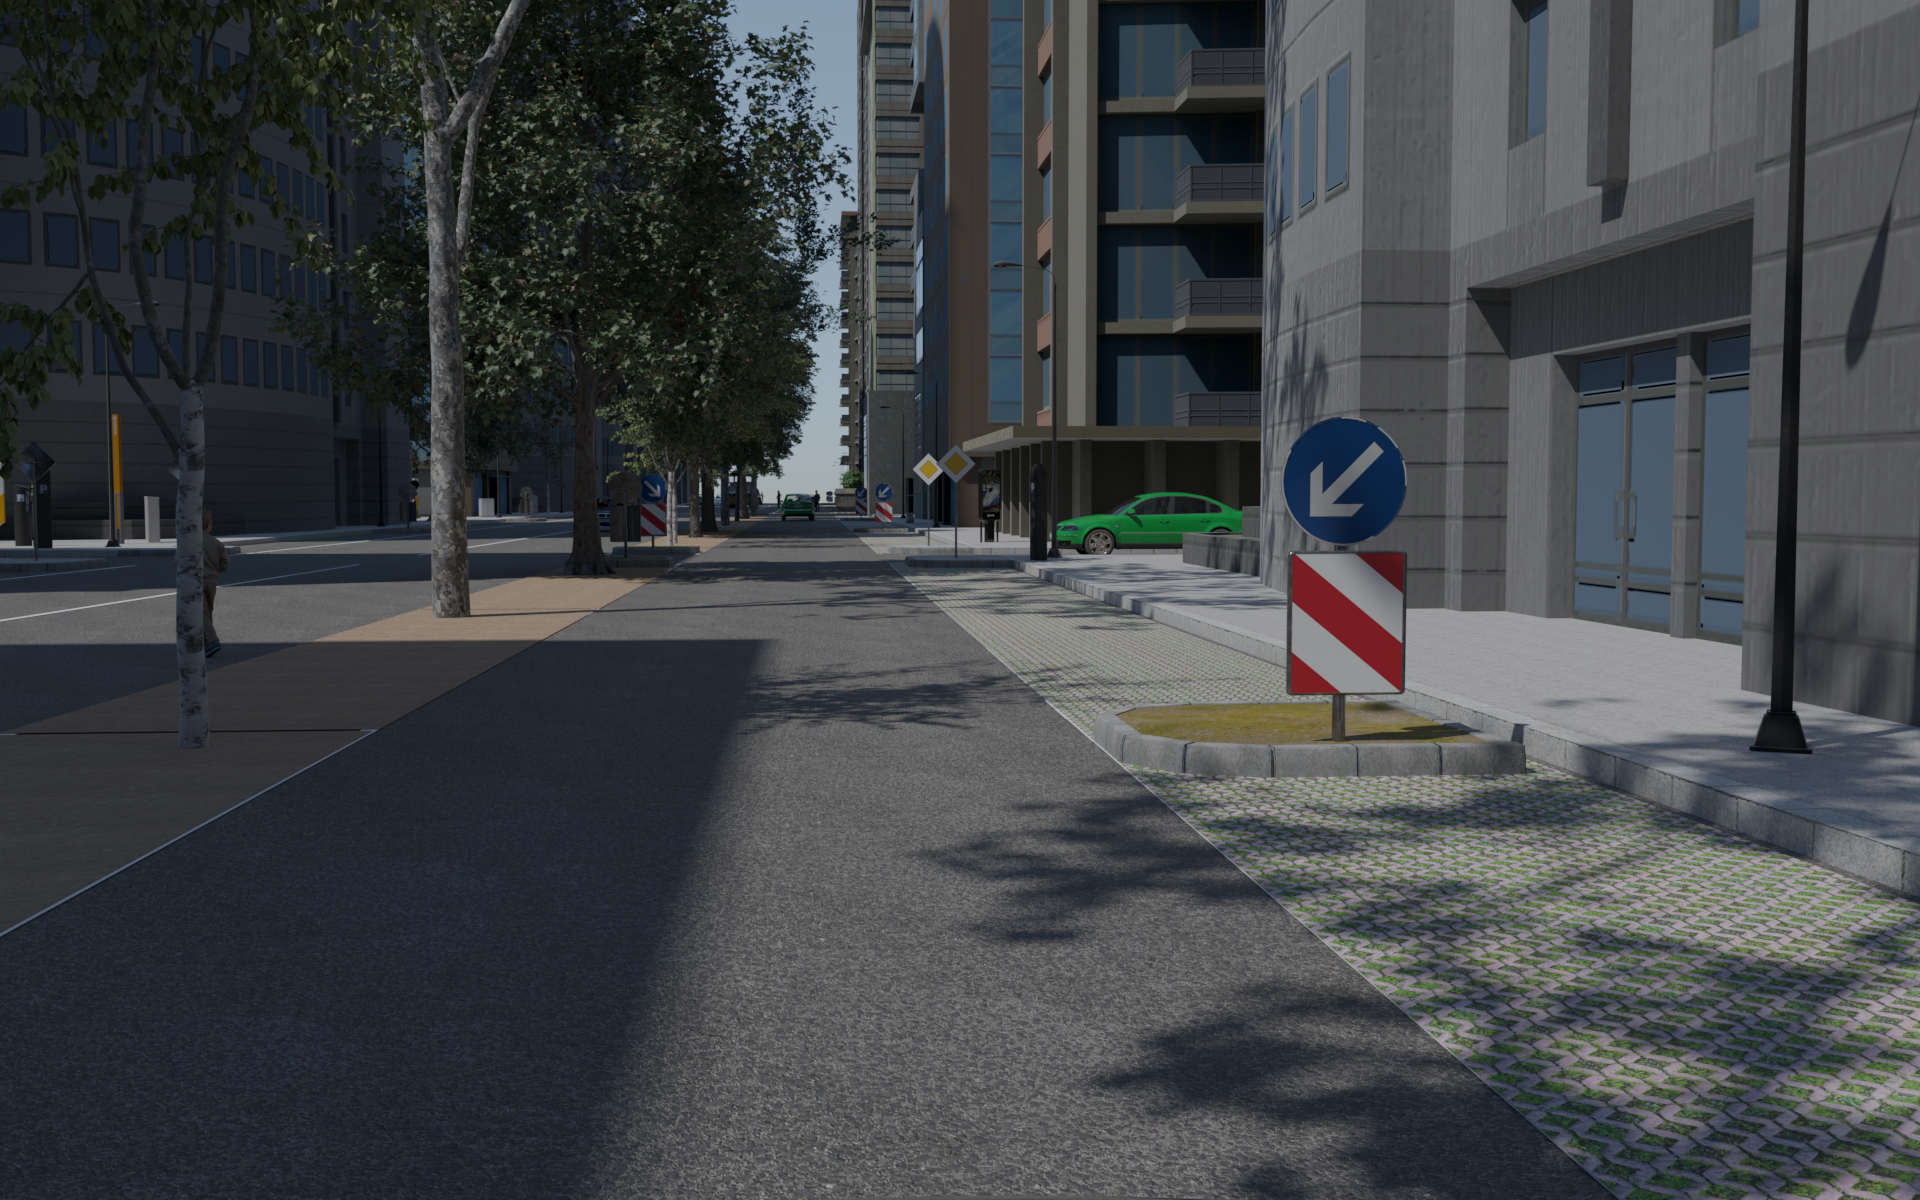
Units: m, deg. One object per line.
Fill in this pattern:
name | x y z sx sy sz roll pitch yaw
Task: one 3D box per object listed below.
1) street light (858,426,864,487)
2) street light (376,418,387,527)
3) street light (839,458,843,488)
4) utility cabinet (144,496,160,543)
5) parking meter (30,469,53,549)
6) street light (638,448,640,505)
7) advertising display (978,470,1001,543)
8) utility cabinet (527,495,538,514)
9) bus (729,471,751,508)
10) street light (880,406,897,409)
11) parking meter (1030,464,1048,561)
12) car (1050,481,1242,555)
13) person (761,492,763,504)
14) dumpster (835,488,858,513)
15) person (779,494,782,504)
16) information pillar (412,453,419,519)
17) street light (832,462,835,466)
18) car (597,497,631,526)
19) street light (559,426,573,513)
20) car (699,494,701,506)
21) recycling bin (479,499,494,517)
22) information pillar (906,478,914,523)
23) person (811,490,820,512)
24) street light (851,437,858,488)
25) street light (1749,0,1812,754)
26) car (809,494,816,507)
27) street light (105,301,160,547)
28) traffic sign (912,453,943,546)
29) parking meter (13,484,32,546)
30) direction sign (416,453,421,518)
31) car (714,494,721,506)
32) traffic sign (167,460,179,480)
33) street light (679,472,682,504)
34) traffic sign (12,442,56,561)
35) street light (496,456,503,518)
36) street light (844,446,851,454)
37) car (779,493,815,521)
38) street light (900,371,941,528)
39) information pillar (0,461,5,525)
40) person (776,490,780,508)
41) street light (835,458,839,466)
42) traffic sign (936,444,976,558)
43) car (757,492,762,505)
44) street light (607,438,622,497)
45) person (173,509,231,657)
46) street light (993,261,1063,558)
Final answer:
street light | -5.974 -8.870 117.567 1.470 5.913 1.316 0 4 -5
street light | -22.155 -5.826 67.801 1.470 5.913 1.316 0 4 -5
street light | -12.428 -13.510 193.424 1.470 5.913 1.316 0 4 -5
utility cabinet | -21.451 -2.132 46.021 0.306 1.237 1.020 -2 4 -29
parking meter | -21.690 -2.151 40.883 0.255 1.863 0.399 3 5 39
street light | -31.122 -12.103 170.424 1.470 5.913 1.316 0 4 -5
advertising display | 0.785 -2.505 46.171 0.123 1.923 0.974 2 4 32
utility cabinet | -27.152 -6.036 109.854 0.306 1.237 1.020 1 4 14
bus | -22.481 -11.461 178.933 2.896 3.916 12.252 0 4 -4
street light | -3.541 -7.280 91.569 1.470 5.913 1.316 0 4 -5
parking meter | 1.521 -1.699 33.496 0.255 1.863 0.399 -1 4 -15
car | 4.403 -1.872 39.406 4.718 1.807 1.959 0 4 -6
person | -27.481 -14.193 241.240 0.721 1.739 1.217 -2 4 -32
dumpster | -8.565 -7.522 131.200 1.865 1.857 1.264 0 4 -6
person | -26.973 -15.288 258.536 0.705 1.814 1.350 -3 5 -41
information pillar | -28.475 -6.067 90.542 0.183 3.616 0.504 1 4 10
street light | -19.648 -18.578 276.283 1.470 5.913 1.316 0 4 -5
car | -13.575 -3.341 67.203 1.945 1.354 3.894 0 4 -7
street light | -26.448 -8.846 117.168 1.470 5.913 1.316 0 4 -5
car | -27.842 -10.755 187.642 2.131 1.459 4.920 0 4 -3
recycling bin | -26.075 -5.066 95.383 0.722 1.027 0.722 -2 4 -24
information pillar | -2.227 -4.426 76.864 0.304 2.012 0.304 -1 4 -18
person | -11.856 -8.119 141.778 0.750 1.759 0.617 -3 4 -37
street light | -7.907 -10.328 141.398 1.470 5.913 1.316 0 4 -5
street light | 3.585 -2.199 8.488 1.470 5.913 1.316 0 4 -5
car | -16.694 -10.922 190.583 2.014 1.417 4.499 0 4 -5
street light | -19.960 -4.235 41.782 1.470 5.913 1.316 0 4 -5
traffic sign | -0.774 -2.384 42.625 0.795 2.450 0.064 0 4 -5
parking meter | -23.078 -2.094 42.651 0.372 1.533 0.369 0 3 0
direction sign | -28.635 -6.074 91.314 0.379 3.537 0.876 -1 4 -13
car | -28.514 -11.960 207.544 2.014 1.417 4.499 0 4 -7
traffic sign | -18.404 -2.292 41.117 0.795 2.450 0.064 0 4 -5
street light | -35.994 -15.520 226.298 1.470 5.913 1.316 0 4 -5
traffic sign | -17.711 -1.805 33.162 0.795 2.450 0.064 0 4 -5
street light | -24.464 -7.417 93.810 1.470 5.913 1.316 0 4 -5
street light | -10.194 -11.919 167.409 1.470 5.913 1.316 0 4 -5
car | -8.859 -5.236 94.401 1.959 1.807 4.718 0 4 -6
street light | -1.426 -5.688 65.543 1.470 5.913 1.316 0 4 -5
information pillar | -25.169 -3.286 45.073 0.504 3.616 0.183 -1 4 -9
person | -18.969 -10.525 180.589 0.705 1.822 1.348 -1 4 -20
street light | -15.136 -15.395 224.256 1.470 5.913 1.316 0 4 -5
traffic sign | -0.082 -1.898 34.670 0.795 2.450 0.064 0 4 -5
car | -27.949 -13.858 235.245 2.281 1.827 5.304 0 4 -5
street light | -28.684 -10.468 143.689 1.470 5.913 1.316 0 4 -5
person | -6.692 -0.153 15.276 0.640 1.303 0.475 3 5 40
street light | 1.360 -3.805 34.745 1.470 5.913 1.316 0 4 -5
